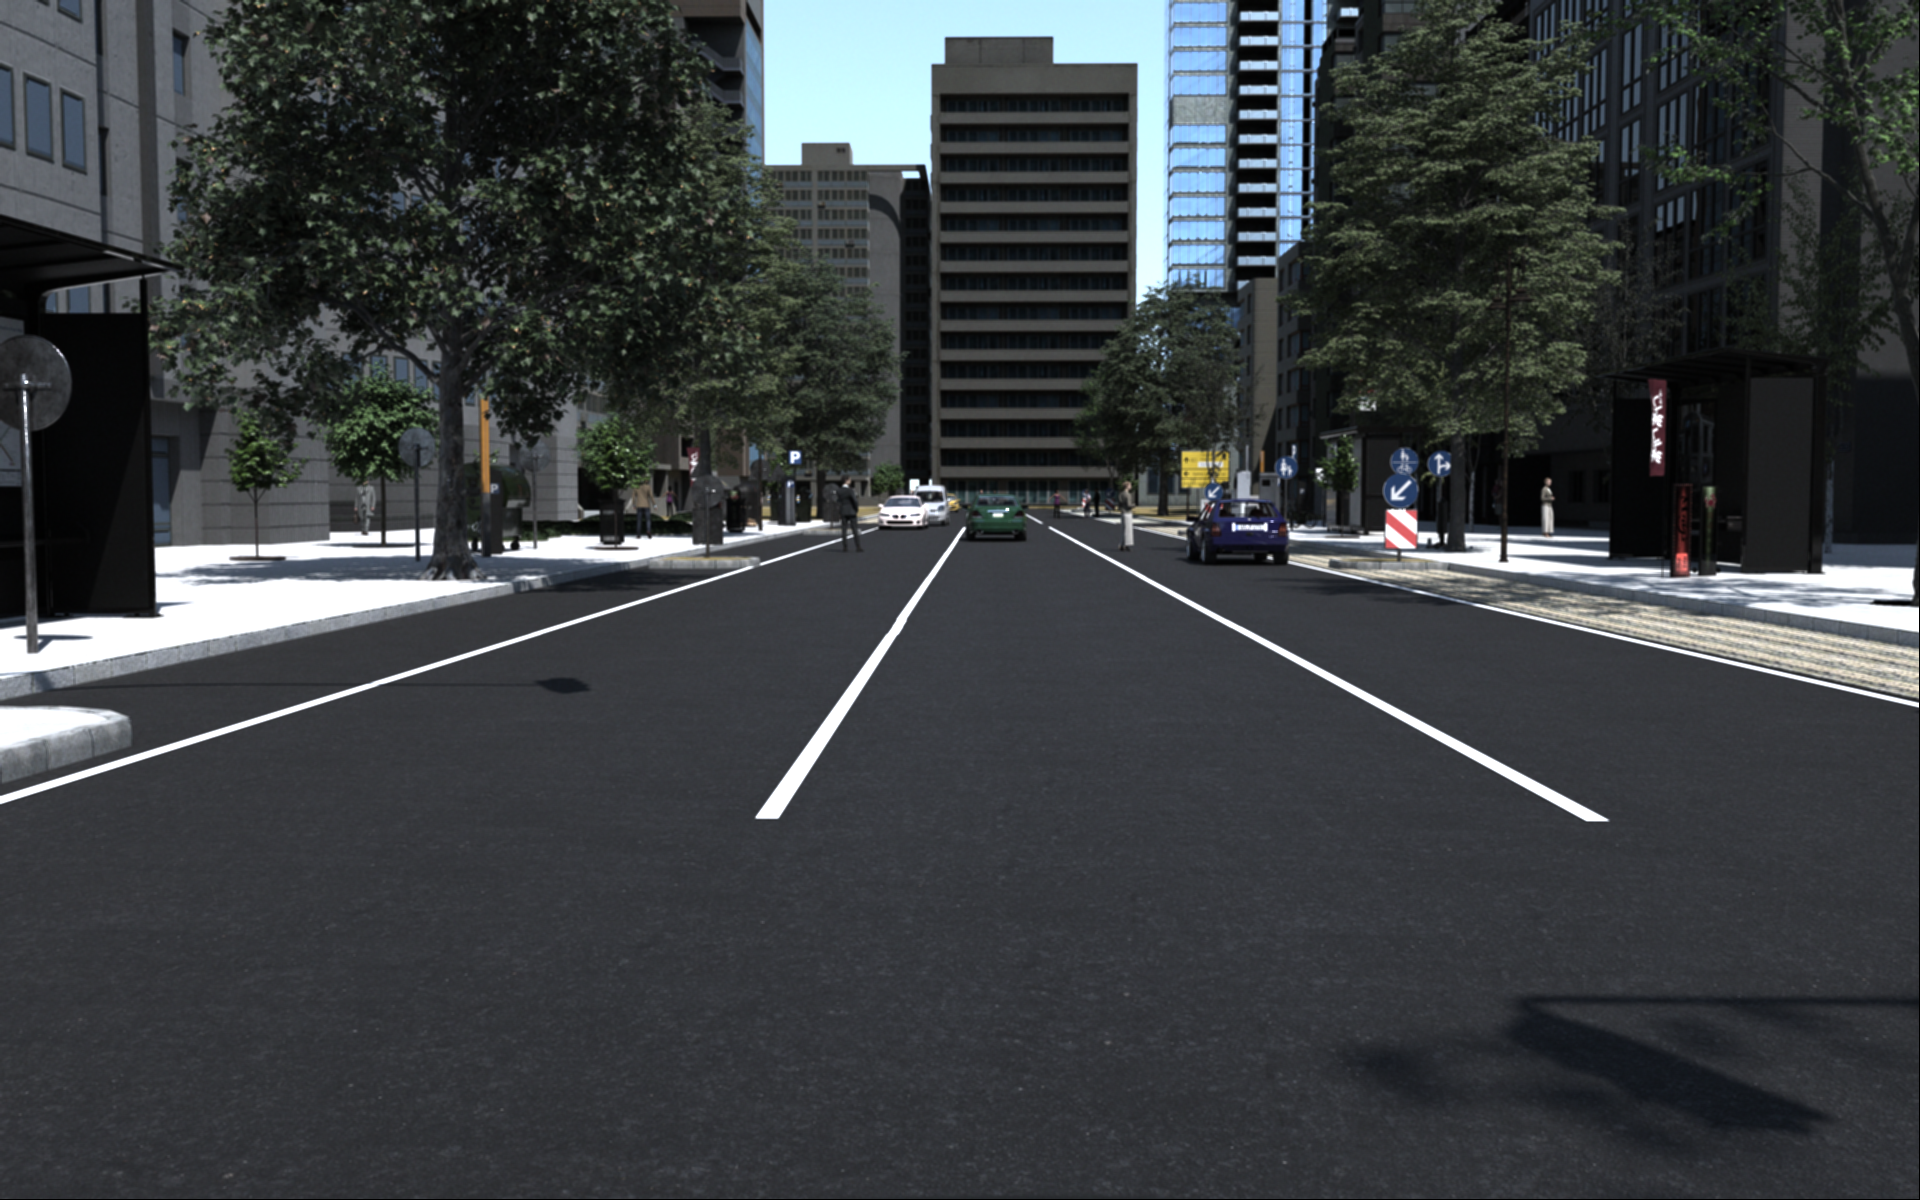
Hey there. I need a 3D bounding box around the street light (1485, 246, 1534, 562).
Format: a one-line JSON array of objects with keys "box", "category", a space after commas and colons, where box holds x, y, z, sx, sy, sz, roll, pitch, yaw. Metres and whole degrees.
[{"box": [10.249, -3.650, 32.471, 0.468, 5.910, 1.993, 0, 4, 1], "category": "street light"}]

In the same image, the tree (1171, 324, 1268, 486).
[{"box": [11.324, -7.686, 76.026, 4.360, 8.622, 3.978, 0, 3, 0], "category": "tree"}]

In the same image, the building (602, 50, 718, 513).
[{"box": [-24.320, -21.010, 115.212, 14.160, 30.474, 14.107, 0, 4, 1], "category": "building"}]

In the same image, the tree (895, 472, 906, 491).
[{"box": [-5.591, -9.666, 152.643, 1.663, 3.219, 1.824, 0, 3, 0], "category": "tree"}]

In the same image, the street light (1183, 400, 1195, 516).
[{"box": [10.968, -6.755, 83.232, 0.468, 5.910, 1.993, 0, 4, 1], "category": "street light"}]

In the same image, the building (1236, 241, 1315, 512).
[{"box": [37.177, -17.607, 132.920, 27.650, 21.520, 28.899, 0, 4, 1], "category": "building"}]

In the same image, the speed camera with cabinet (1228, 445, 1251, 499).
[{"box": [11.438, -4.689, 71.005, 0.660, 3.252, 2.038, 0, 4, -1], "category": "speed camera with cabinet"}]

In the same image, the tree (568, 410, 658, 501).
[{"box": [-13.122, -5.014, 65.686, 4.285, 4.588, 4.351, 0, 3, 0], "category": "tree"}]

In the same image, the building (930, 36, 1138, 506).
[{"box": [7.740, -34.513, 187.992, 21.600, 48.544, 21.300, 0, 4, 1], "category": "building"}]

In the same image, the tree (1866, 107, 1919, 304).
[{"box": [17.169, -4.788, 28.649, 4.360, 8.622, 3.978, 0, 3, 0], "category": "tree"}]

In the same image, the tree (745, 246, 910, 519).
[{"box": [-7.099, -11.157, 89.064, 9.857, 13.997, 8.962, 0, 3, 0], "category": "tree"}]

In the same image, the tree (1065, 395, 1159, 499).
[{"box": [13.179, -13.111, 148.772, 8.767, 10.594, 7.601, 0, 4, 4], "category": "tree"}]

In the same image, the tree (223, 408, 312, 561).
[{"box": [-13.668, -2.380, 33.513, 1.663, 3.219, 1.824, 0, 3, 0], "category": "tree"}]

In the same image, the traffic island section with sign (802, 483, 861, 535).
[{"box": [-4.558, -3.265, 62.017, 1.989, 1.847, 2.006, 0, 4, 1], "category": "traffic island section with sign"}]

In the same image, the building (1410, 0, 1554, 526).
[{"box": [27.924, -15.048, 75.706, 12.332, 23.373, 15.834, 0, 4, 1], "category": "building"}]

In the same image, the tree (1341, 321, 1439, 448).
[{"box": [18.459, -7.489, 72.805, 4.360, 8.622, 3.978, 0, 3, 0], "category": "tree"}]

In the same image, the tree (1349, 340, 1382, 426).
[{"box": [16.786, -6.867, 62.633, 4.737, 8.622, 4.395, 0, 3, 0], "category": "tree"}]

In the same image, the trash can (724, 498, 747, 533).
[{"box": [-7.484, -2.822, 57.795, 0.748, 1.137, 0.748, 0, 3, 0], "category": "trash can"}]

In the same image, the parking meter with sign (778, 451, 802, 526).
[{"box": [-6.953, -4.521, 70.184, 0.543, 3.016, 1.738, -2, 4, -24], "category": "parking meter with sign"}]

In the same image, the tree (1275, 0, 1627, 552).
[{"box": [10.954, -7.364, 38.533, 7.486, 12.596, 7.792, 0, 3, 0], "category": "tree"}]

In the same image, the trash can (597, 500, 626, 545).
[{"box": [-8.794, -1.965, 43.775, 0.748, 1.137, 0.748, 0, 3, 0], "category": "trash can"}]

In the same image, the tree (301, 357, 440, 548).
[{"box": [-14.040, -3.552, 41.788, 4.285, 4.588, 4.351, 0, 3, 0], "category": "tree"}]

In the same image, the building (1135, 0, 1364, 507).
[{"box": [34.041, -53.457, 186.686, 31.000, 86.520, 22.319, 0, 4, 1], "category": "building"}]

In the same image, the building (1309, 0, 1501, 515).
[{"box": [29.537, -20.754, 111.028, 14.160, 30.474, 14.107, 0, 4, 1], "category": "building"}]

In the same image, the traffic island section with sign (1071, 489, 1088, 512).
[{"box": [9.858, -7.899, 137.769, 1.989, 1.847, 2.006, 0, 4, 1], "category": "traffic island section with sign"}]

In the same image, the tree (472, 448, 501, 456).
[{"box": [-17.455, -4.217, 63.547, 1.663, 3.219, 1.824, 0, 3, 0], "category": "tree"}]

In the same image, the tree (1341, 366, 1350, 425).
[{"box": [19.600, -7.961, 80.524, 4.737, 8.622, 4.395, 0, 3, 0], "category": "tree"}]

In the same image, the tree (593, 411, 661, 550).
[{"box": [-7.977, -2.763, 39.769, 1.663, 3.219, 1.824, 0, 3, 0], "category": "tree"}]

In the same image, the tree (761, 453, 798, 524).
[{"box": [-7.970, -4.904, 74.779, 1.663, 3.219, 1.824, 0, 3, 0], "category": "tree"}]

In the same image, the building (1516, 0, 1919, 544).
[{"box": [28.394, -15.999, 55.089, 14.314, 27.812, 24.014, 0, 4, 1], "category": "building"}]

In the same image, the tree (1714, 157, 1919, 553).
[{"box": [18.642, -5.327, 37.466, 4.737, 8.622, 4.395, 0, 3, 0], "category": "tree"}]

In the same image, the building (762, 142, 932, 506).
[{"box": [-14.967, -30.716, 194.084, 23.993, 40.220, 32.217, 0, 4, 1], "category": "building"}]

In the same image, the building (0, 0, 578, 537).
[{"box": [-29.236, -32.201, 68.486, 21.231, 58.520, 28.212, 0, 4, 1], "category": "building"}]

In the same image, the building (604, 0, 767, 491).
[{"box": [-23.886, -30.067, 141.701, 14.200, 45.320, 14.600, 0, 4, 1], "category": "building"}]

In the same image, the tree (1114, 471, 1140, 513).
[{"box": [11.660, -7.606, 118.965, 1.663, 3.219, 1.824, 0, 3, 0], "category": "tree"}]

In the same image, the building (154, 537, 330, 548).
[{"box": [-28.139, -29.989, 32.319, 21.231, 58.520, 28.212, 0, 4, 1], "category": "building"}]

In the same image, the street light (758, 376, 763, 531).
[{"box": [-6.978, -5.361, 60.447, 0.468, 5.910, 1.993, 0, 4, 1], "category": "street light"}]

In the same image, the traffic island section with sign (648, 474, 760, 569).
[{"box": [-5.009, -1.568, 34.271, 1.989, 1.847, 2.006, 0, 4, 1], "category": "traffic island section with sign"}]

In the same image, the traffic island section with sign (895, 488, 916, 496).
[{"box": [-3.779, -6.277, 111.252, 1.989, 1.847, 2.006, 0, 4, 1], "category": "traffic island section with sign"}]

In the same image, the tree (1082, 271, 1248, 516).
[{"box": [11.716, -11.840, 100.237, 9.857, 13.997, 8.962, 0, 3, 0], "category": "tree"}]

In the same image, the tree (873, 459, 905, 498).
[{"box": [-6.609, -10.762, 159.672, 4.285, 4.588, 4.351, 0, 3, 0], "category": "tree"}]

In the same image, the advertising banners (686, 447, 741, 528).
[{"box": [-9.120, -4.175, 64.451, 2.074, 3.025, 0.090, 0, 4, -5], "category": "advertising banners"}]

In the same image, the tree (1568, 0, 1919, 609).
[{"box": [10.881, -5.728, 19.405, 9.928, 11.665, 9.643, 0, 3, 0], "category": "tree"}]

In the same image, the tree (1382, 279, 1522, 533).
[{"box": [16.876, -6.542, 57.322, 4.737, 8.622, 4.395, 0, 3, 0], "category": "tree"}]

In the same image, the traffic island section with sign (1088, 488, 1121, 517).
[{"box": [9.436, -6.247, 110.760, 1.989, 1.847, 2.006, 0, 4, 1], "category": "traffic island section with sign"}]

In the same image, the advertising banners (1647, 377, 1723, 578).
[{"box": [11.139, -1.864, 26.658, 2.074, 3.025, 0.090, -3, 4, -36], "category": "advertising banners"}]

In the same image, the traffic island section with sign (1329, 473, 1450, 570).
[{"box": [8.200, -1.513, 33.370, 1.989, 1.847, 2.006, 0, 4, 1], "category": "traffic island section with sign"}]

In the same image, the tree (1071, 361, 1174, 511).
[{"box": [12.162, -12.500, 130.125, 9.928, 11.665, 9.643, 0, 3, 0], "category": "tree"}]

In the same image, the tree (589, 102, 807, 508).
[{"box": [-7.825, -8.113, 50.767, 7.486, 12.596, 7.792, 0, 3, 0], "category": "tree"}]

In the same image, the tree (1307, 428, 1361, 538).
[{"box": [11.288, -3.442, 50.880, 1.663, 3.219, 1.824, 0, 3, 0], "category": "tree"}]

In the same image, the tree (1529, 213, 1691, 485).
[{"box": [16.681, -5.760, 44.539, 4.360, 8.622, 3.978, 0, 3, 0], "category": "tree"}]

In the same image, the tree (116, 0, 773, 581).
[{"box": [-7.534, -6.650, 25.743, 9.611, 12.733, 9.660, 0, 3, 0], "category": "tree"}]

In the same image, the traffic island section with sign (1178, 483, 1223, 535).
[{"box": [8.632, -3.162, 60.322, 1.989, 1.847, 2.006, 0, 4, 1], "category": "traffic island section with sign"}]

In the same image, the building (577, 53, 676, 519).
[{"box": [-33.254, -24.719, 96.039, 32.217, 40.220, 23.993, 0, 4, 1], "category": "building"}]

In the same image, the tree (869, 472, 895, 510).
[{"box": [-6.586, -8.830, 138.963, 1.663, 3.219, 1.824, 0, 3, 0], "category": "tree"}]
